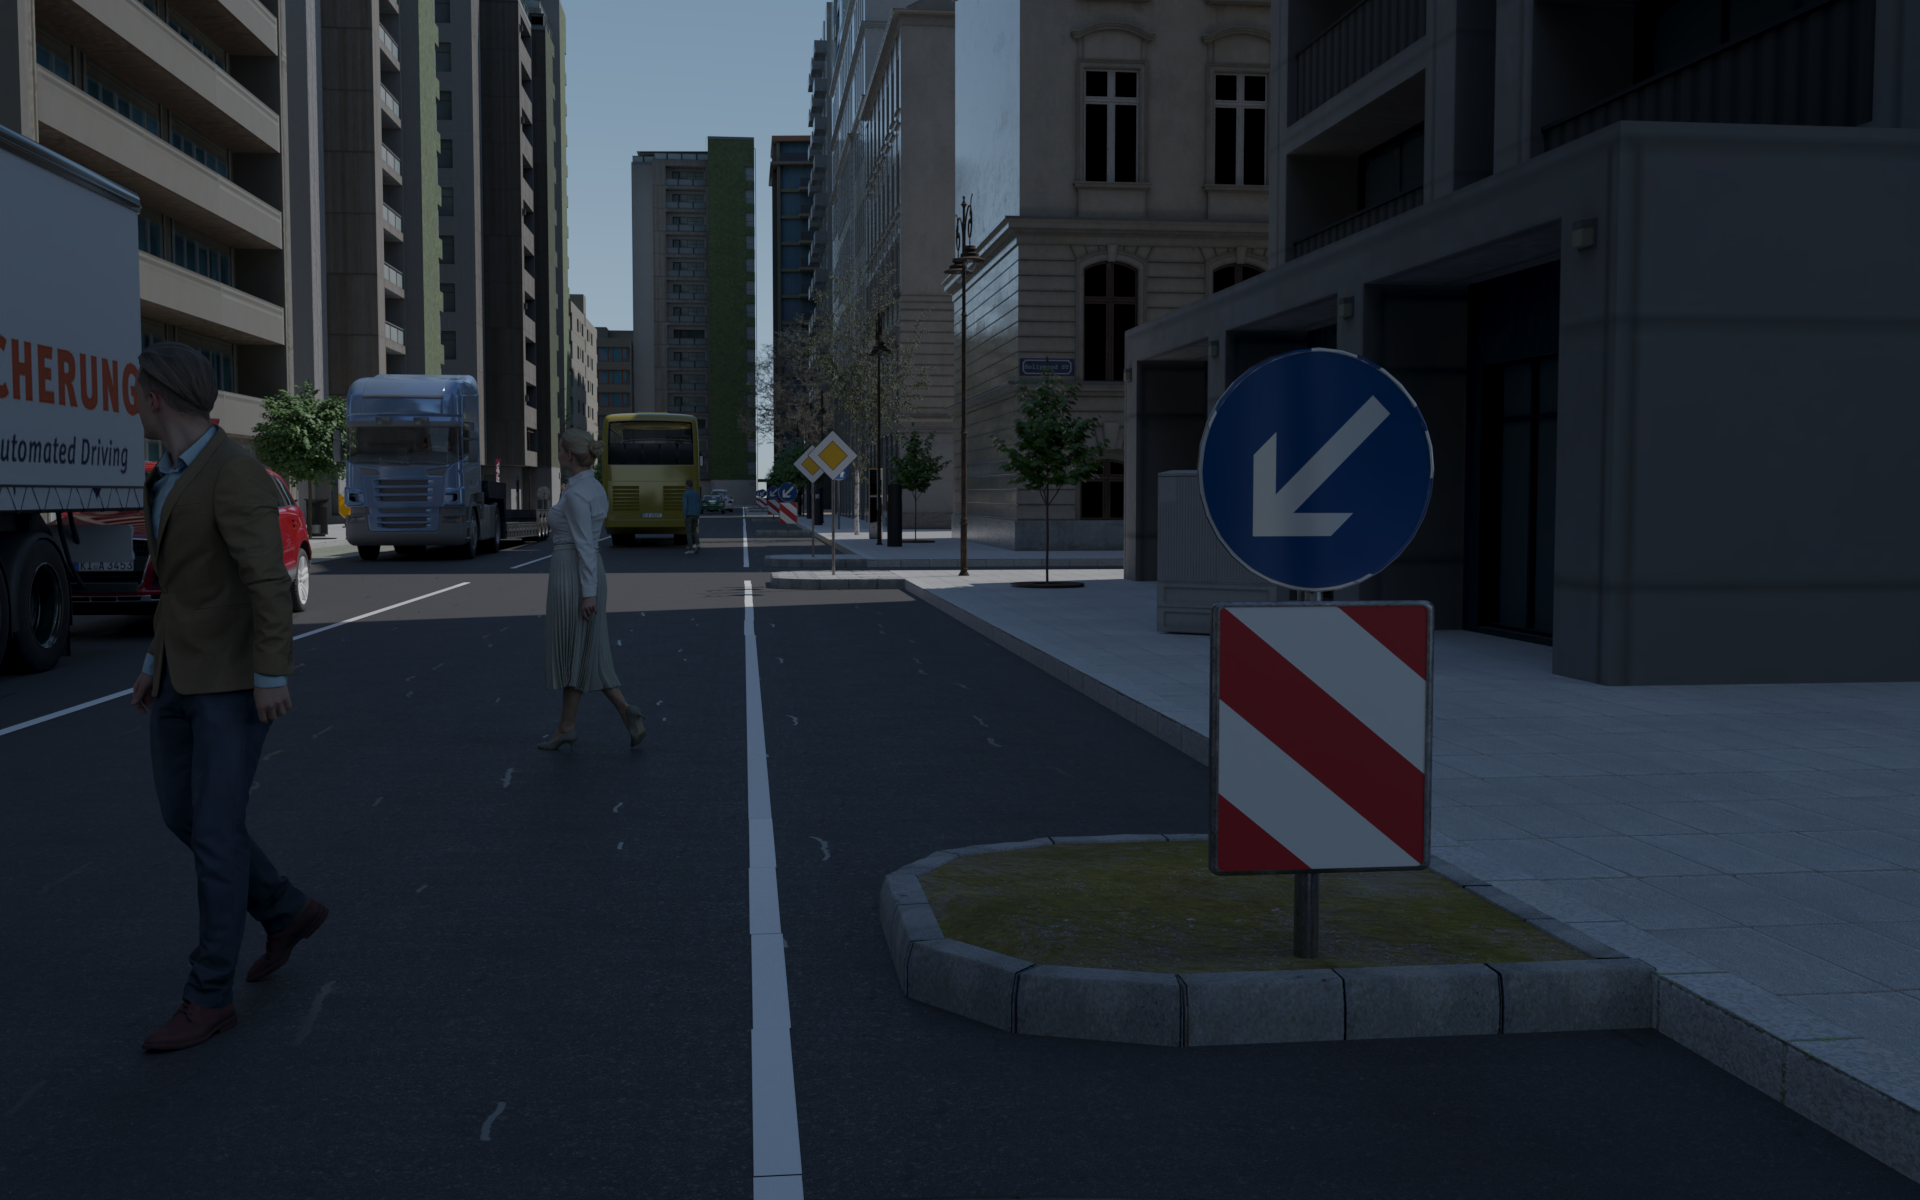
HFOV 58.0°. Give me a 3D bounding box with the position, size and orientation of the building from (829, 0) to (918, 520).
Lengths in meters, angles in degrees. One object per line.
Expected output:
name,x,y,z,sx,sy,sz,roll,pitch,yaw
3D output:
building,-0.898,-19.478,95.964,11.434,29.767,29.804,0,4,-7

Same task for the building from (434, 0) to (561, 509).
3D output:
building,-30.805,-19.988,98.508,14.160,30.474,14.107,0,4,-7

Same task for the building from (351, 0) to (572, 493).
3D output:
building,-38.917,-27.773,137.680,14.154,41.232,14.086,0,4,-7

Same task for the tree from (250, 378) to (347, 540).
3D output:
tree,-18.446,-3.995,49.036,4.285,4.588,4.351,0,3,0

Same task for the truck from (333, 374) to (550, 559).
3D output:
truck,-12.830,-3.372,44.889,2.967,4.110,18.799,0,4,-8

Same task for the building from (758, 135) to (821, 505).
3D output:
building,-9.739,-33.752,206.470,28.867,44.769,22.147,0,4,-7

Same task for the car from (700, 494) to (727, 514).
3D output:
car,-17.979,-6.972,125.793,2.131,1.459,4.920,-1,4,-9

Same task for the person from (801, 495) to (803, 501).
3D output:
person,-17.159,-11.075,190.520,0.436,1.711,0.756,2,4,32

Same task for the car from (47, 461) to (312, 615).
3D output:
car,-8.734,-0.656,19.406,2.281,1.827,5.304,-1,4,-9

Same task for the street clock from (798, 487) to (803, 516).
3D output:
street clock,-9.525,-6.036,103.254,0.471,2.002,0.358,0,4,-1

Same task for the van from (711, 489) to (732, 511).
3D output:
van,-20.797,-8.749,150.052,2.013,2.044,4.112,0,4,-6

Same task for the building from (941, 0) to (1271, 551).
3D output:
building,17.395,-13.841,45.393,34.723,24.649,14.460,0,4,-7

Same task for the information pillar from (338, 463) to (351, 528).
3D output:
information pillar,-23.411,-4.557,65.866,0.183,3.616,0.504,2,4,34

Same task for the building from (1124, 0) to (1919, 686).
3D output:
building,13.880,-35.283,15.136,20.563,71.187,20.611,0,4,-7

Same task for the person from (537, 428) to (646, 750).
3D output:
person,-2.063,-0.059,9.684,0.641,1.798,0.478,1,4,15

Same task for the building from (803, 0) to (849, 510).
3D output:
building,-0.892,-50.440,137.370,22.319,86.520,31.000,0,4,-7

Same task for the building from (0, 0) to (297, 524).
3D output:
building,-30.744,-25.642,42.949,21.300,48.544,21.600,0,4,-7

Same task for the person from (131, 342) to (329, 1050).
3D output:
person,-2.064,0.222,4.785,0.656,1.842,0.836,1,4,12

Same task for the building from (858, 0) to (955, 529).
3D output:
building,1.322,-13.606,71.603,9.793,20.994,18.267,0,4,-7

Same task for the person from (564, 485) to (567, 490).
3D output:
person,-15.827,-3.719,69.505,0.583,1.804,0.606,-3,5,-41

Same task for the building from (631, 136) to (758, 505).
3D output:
building,-30.640,-31.623,200.633,14.086,41.232,14.154,0,4,-7

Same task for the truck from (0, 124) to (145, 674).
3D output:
truck,-8.068,-1.316,10.433,2.839,4.237,11.283,0,4,-7

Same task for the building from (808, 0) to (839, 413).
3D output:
building,-3.396,-33.642,169.650,23.786,49.044,30.456,0,4,-7

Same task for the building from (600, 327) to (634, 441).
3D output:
building,-52.629,-21.946,203.856,28.899,21.520,27.650,0,4,-7

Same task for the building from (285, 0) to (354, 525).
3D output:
building,-31.113,-23.970,75.506,14.154,41.232,14.086,0,4,-7

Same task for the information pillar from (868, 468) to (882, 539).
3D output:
information pillar,-2.414,-2.755,49.541,0.304,2.012,0.304,1,4,22

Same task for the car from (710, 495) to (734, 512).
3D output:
car,-19.103,-7.714,138.483,2.083,1.381,4.827,-1,4,-8

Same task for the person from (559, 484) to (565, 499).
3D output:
person,-16.177,-3.831,70.912,0.659,1.850,0.755,1,4,22

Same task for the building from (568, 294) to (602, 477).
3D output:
building,-50.760,-19.683,166.857,28.899,21.520,27.650,0,4,-7

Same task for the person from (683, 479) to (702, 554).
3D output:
person,-6.415,-1.994,41.447,0.601,1.785,0.444,-3,5,-41
